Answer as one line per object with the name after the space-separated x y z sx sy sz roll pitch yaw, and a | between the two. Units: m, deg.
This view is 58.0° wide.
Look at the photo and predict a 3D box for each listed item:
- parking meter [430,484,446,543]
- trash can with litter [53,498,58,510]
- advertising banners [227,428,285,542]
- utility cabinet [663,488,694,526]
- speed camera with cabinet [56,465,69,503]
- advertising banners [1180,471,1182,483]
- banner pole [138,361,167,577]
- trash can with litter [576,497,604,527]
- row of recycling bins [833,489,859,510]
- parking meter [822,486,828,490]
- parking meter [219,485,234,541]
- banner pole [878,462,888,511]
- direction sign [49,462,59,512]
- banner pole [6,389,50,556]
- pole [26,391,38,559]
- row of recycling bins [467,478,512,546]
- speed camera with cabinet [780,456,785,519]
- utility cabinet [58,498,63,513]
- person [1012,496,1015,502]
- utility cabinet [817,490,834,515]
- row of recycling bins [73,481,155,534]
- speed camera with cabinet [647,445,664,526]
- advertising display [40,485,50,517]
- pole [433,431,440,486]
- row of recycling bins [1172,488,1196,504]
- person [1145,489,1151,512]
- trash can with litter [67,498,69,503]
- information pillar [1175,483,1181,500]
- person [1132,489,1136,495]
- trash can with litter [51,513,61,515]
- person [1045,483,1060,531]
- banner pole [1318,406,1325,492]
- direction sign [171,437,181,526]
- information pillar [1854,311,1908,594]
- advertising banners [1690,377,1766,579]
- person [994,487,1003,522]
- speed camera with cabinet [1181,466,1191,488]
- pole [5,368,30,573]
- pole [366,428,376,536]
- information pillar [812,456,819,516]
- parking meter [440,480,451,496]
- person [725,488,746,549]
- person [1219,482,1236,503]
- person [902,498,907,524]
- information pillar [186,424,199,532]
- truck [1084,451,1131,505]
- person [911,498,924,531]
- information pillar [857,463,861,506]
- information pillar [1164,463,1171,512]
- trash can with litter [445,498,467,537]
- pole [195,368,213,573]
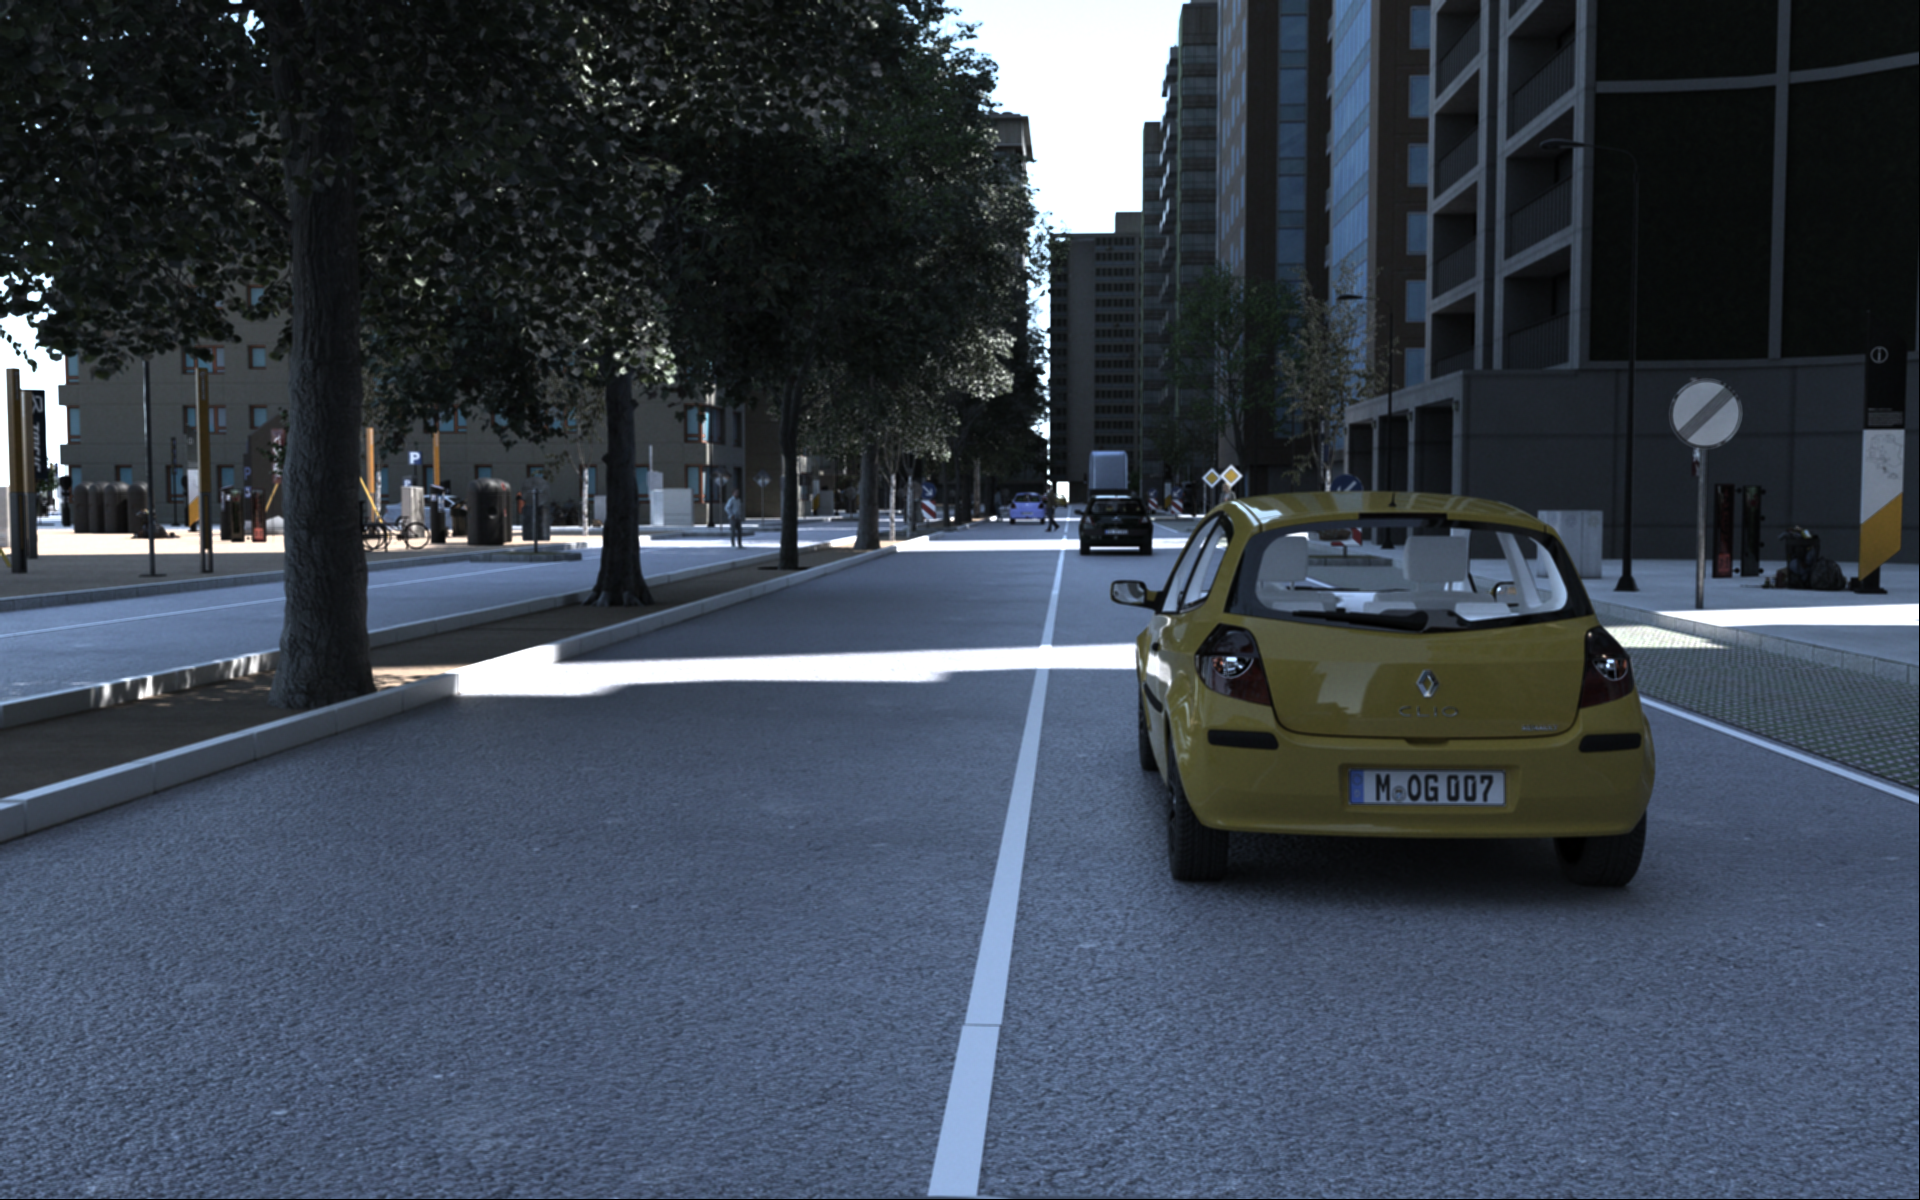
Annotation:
-13.611 -2.246 45.139 0.372 1.533 0.369 0 3 0 | parking meter
-67.458 -7.199 129.083 1.055 1.170 0.624 -3 4 -37 | trash can with litter
-18.699 -3.051 46.074 2.074 3.025 0.090 2 4 23 | advertising banners
-11.091 -3.649 68.347 1.173 1.500 0.318 1 4 12 | utility cabinet
-45.939 -5.865 90.230 0.660 3.252 2.038 3 4 38 | speed camera with cabinet
16.645 -8.144 129.350 0.090 3.025 2.074 1 4 21 | advertising banners
-12.729 -2.271 27.153 0.401 3.779 0.863 -2 4 -29 | banner pole
-14.359 -3.419 67.284 1.055 1.170 0.624 1 4 9 | trash can with litter
-8.997 -8.131 140.048 3.534 1.692 1.069 3 5 41 | row of recycling bins
-9.257 -6.897 118.478 0.399 1.863 0.255 -3 4 -37 | parking meter
-20.290 -2.419 47.963 0.372 1.533 0.369 0 3 0 | parking meter
-6.018 -8.811 134.071 0.863 3.779 0.401 0 4 1 | banner pole
-64.966 -8.090 124.275 0.379 3.537 0.876 1 4 11 | direction sign
-19.579 -2.832 36.324 0.863 3.779 0.401 -2 4 -31 | banner pole
-18.409 -2.472 34.254 0.158 3.312 0.155 0 3 0 | pole
-12.174 -2.300 44.723 1.069 1.692 3.534 -1 4 -10 | row of recycling bins
-8.867 -5.751 88.364 0.660 3.252 2.038 0 4 -5 | speed camera with cabinet
-62.371 -6.672 120.243 0.306 1.237 1.020 -3 5 -40 | utility cabinet
3.251 -5.676 105.586 0.425 1.301 0.394 -2 4 -30 | person
-8.083 -5.778 103.157 1.173 1.500 0.318 2 4 28 | utility cabinet
-27.809 -3.044 56.879 3.534 1.692 1.069 2 4 29 | row of recycling bins
-12.212 -4.622 69.908 0.660 3.252 2.038 -1 4 -16 | speed camera with cabinet
-50.677 -5.546 95.898 0.974 1.923 0.123 3 5 39 | advertising display
-16.786 -3.774 55.552 0.158 3.312 0.155 0 3 0 | pole
15.419 -6.832 118.815 1.069 1.692 3.534 0 4 -8 | row of recycling bins
14.623 -7.688 134.113 0.656 1.842 0.836 0 4 0 | person
-48.811 -5.135 95.351 0.624 1.170 1.055 -1 4 -13 | trash can with litter
14.688 -6.858 116.621 0.304 2.012 0.304 -2 4 -32 | information pillar
13.909 -7.929 137.981 0.795 1.843 0.661 3 5 40 | person
-54.654 -5.789 105.704 2.233 1.210 1.678 0 4 -7 | trash can with litter
3.513 -3.570 66.773 0.836 1.842 0.656 -3 5 -44 | person
10.268 -3.623 49.247 0.401 3.779 0.863 0 4 1 | banner pole
-31.457 -4.732 69.358 0.379 3.537 0.876 -2 4 -34 | direction sign
11.828 -1.888 22.221 0.504 3.616 0.183 1 4 9 | information pillar
11.699 -1.851 26.447 2.074 3.025 0.090 -2 4 -35 | advertising banners
2.006 -5.001 90.527 0.793 1.790 0.793 -3 4 -38 | person
16.063 -7.934 124.060 0.660 3.252 2.038 0 4 -3 | speed camera with cabinet
-15.299 -2.093 28.072 0.158 3.312 0.155 0 3 0 | pole
-18.148 -3.639 53.340 0.158 3.312 0.155 0 3 0 | pole
-8.507 -6.780 102.205 0.504 3.616 0.183 3 5 42 | information pillar
-21.157 -4.005 71.196 0.255 1.863 0.399 2 4 30 | parking meter
-5.847 -2.126 45.066 0.330 1.601 0.589 3 5 42 | person
8.421 -2.810 54.629 0.537 1.800 0.526 2 4 32 | person
-2.472 -4.512 82.470 0.583 1.804 0.606 -1 4 -9 | person
-25.705 -4.085 58.152 0.504 3.616 0.183 1 4 10 | information pillar
8.976 -6.880 102.244 2.967 4.110 18.799 0 4 3 | truck
-1.662 -3.389 64.395 0.515 1.767 0.782 -1 4 -20 | person
-6.823 -7.814 119.114 0.504 3.616 0.183 -1 4 -10 | information pillar
15.239 -8.299 127.036 0.504 3.616 0.183 0 4 3 | information pillar
-15.362 -2.505 52.346 1.055 1.170 0.624 0 4 -4 | trash can with litter
-12.277 -2.097 28.131 0.158 3.312 0.155 0 3 0 | pole
